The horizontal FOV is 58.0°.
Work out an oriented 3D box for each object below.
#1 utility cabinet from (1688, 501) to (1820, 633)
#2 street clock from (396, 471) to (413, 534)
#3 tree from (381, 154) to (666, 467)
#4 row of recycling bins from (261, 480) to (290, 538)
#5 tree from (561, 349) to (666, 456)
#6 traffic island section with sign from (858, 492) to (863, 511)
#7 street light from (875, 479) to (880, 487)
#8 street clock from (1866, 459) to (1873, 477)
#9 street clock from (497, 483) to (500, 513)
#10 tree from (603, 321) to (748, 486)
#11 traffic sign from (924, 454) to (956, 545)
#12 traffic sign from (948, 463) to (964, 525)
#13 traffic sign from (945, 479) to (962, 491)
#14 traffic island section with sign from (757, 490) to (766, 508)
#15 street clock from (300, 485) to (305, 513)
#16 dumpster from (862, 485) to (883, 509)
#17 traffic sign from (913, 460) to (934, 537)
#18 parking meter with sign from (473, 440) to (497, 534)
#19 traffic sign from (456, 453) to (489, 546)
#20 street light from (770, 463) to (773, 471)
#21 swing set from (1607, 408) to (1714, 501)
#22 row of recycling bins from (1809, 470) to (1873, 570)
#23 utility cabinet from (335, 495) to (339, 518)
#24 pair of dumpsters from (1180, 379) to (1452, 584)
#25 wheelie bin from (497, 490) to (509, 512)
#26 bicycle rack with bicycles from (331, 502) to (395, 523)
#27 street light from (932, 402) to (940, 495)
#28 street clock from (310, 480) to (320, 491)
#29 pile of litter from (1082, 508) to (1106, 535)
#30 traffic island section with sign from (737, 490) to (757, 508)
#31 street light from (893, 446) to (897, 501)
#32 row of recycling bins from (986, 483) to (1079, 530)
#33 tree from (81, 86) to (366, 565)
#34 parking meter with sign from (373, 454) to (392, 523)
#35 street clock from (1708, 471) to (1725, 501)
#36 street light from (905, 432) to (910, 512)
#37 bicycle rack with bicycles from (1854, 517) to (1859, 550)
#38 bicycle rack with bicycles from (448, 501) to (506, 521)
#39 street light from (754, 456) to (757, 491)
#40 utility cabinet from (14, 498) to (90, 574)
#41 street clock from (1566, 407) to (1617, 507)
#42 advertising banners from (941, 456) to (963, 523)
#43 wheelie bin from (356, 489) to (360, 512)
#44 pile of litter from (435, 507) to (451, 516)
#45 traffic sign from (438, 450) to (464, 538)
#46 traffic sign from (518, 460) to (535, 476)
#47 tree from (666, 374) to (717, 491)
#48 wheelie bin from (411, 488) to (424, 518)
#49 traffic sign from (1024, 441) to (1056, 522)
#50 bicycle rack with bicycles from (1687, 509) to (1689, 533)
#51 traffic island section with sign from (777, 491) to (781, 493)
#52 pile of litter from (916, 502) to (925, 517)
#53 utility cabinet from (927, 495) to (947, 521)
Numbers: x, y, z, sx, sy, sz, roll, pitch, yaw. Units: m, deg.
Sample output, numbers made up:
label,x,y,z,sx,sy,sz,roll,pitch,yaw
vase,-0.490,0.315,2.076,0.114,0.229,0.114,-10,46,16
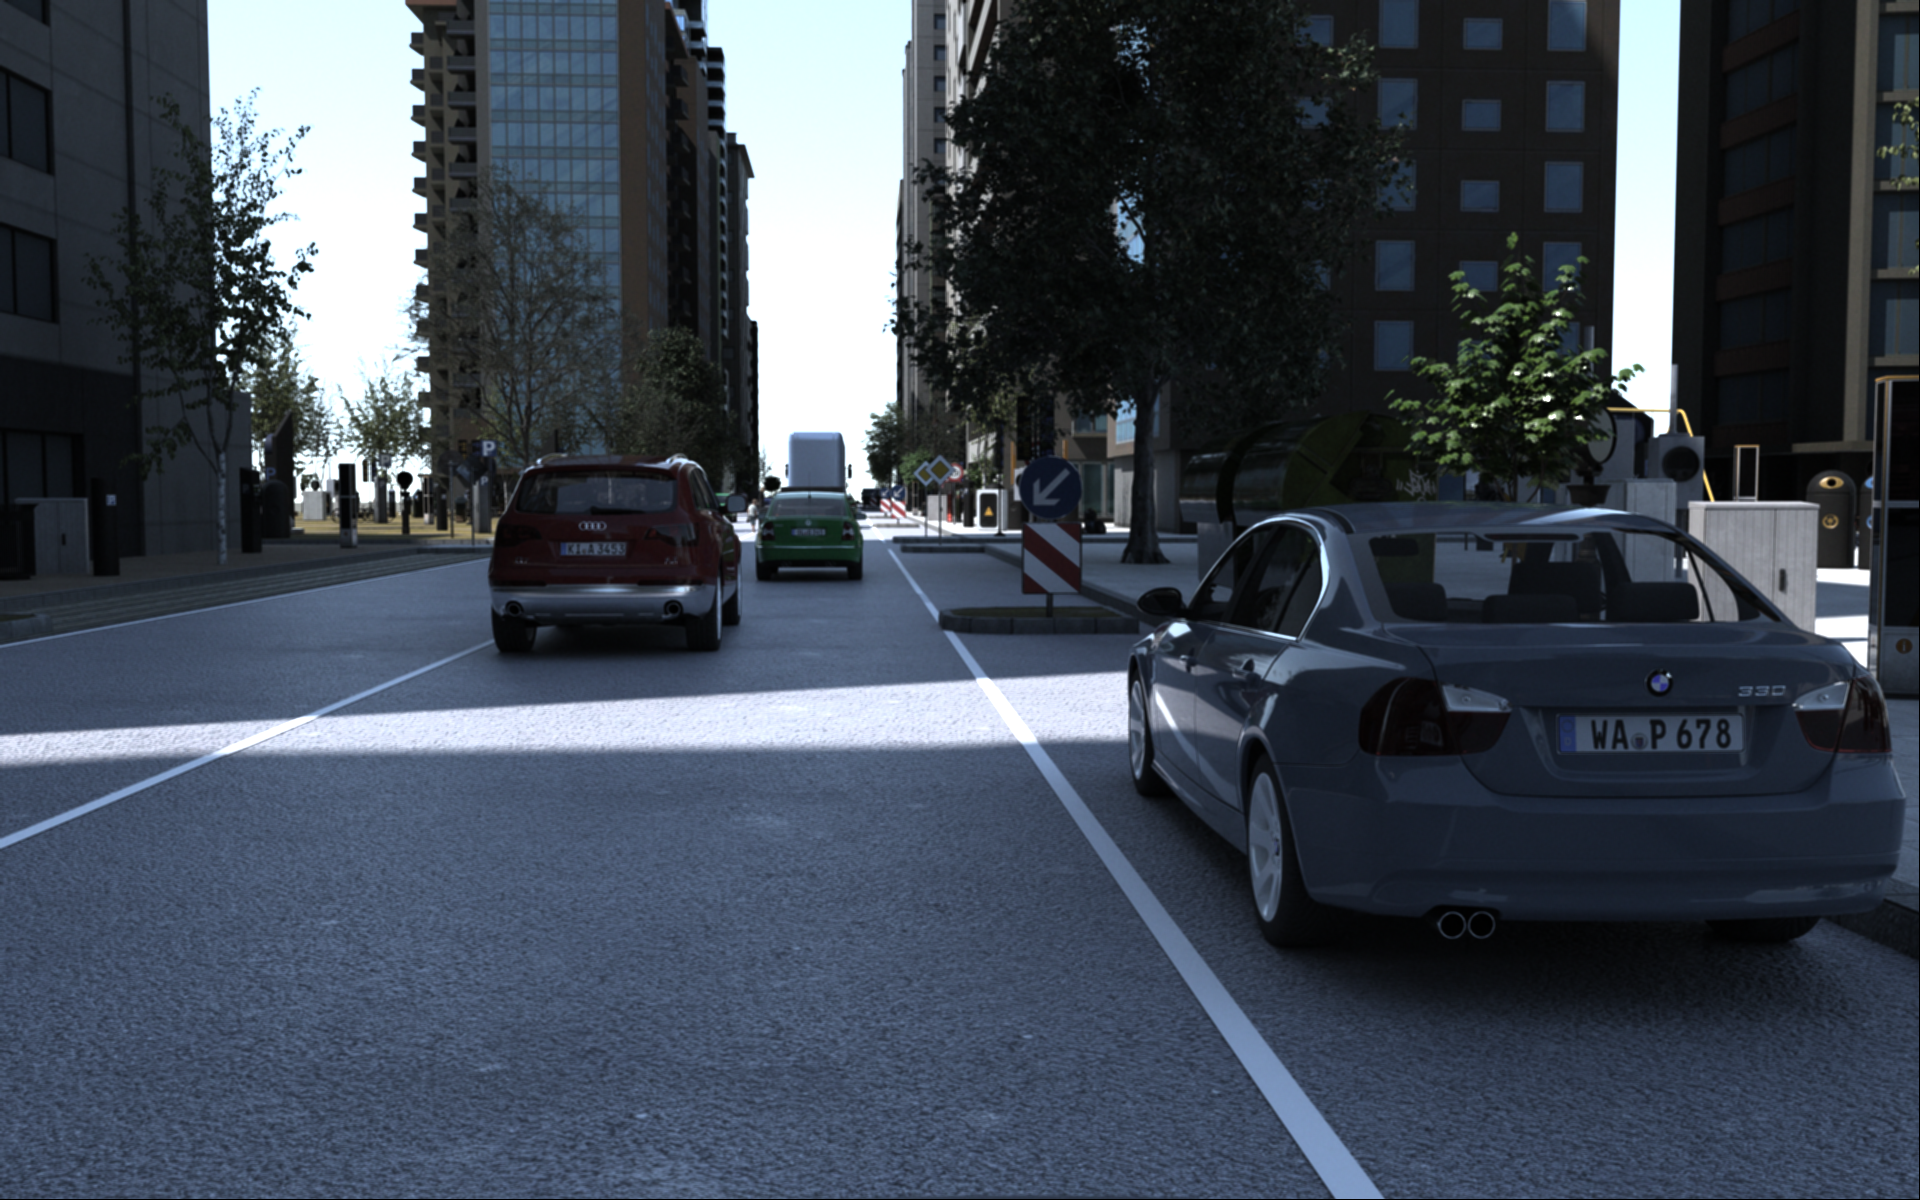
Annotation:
label,x,y,z,sx,sy,sz,roll,pitch,yaw
utility cabinet,6.783,-0.224,14.826,1.020,1.237,0.306,0,4,-5
street clock,-17.731,-3.107,55.364,0.471,2.002,0.358,0,4,1
tree,-16.158,-9.380,63.739,12.009,13.543,11.850,0,3,0
row of recycling bins,-21.298,-2.670,50.767,3.534,1.692,1.069,1,4,12
tree,-16.940,-8.235,85.006,4.360,8.622,3.978,0,3,0
traffic island section with sign,-7.687,-8.722,151.228,1.989,1.847,2.006,0,4,-4
street light,-13.935,-19.128,285.529,0.468,5.910,1.993,0,4,-4
street clock,18.538,-1.857,34.931,0.358,2.002,0.471,-2,4,-33
street clock,-29.129,-6.373,108.773,0.471,2.002,0.358,-2,4,-28
tree,-18.826,-12.083,114.563,9.611,12.733,9.660,0,3,0
traffic sign,-0.502,-2.434,43.445,0.795,2.450,0.064,0,4,-4
traffic sign,-0.227,-4.356,71.327,0.768,2.556,0.104,0,4,0
traffic sign,-0.359,-4.843,79.189,0.884,2.594,0.081,0,4,1
traffic island section with sign,-20.645,-10.306,177.126,1.989,1.847,2.006,0,4,-4
street clock,-44.503,-6.898,117.354,0.358,2.002,0.471,0,4,-6
dumpster,-8.246,-9.695,163.456,1.985,2.255,1.502,0,4,-3
traffic sign,-1.011,-2.922,51.414,0.795,2.450,0.064,0,4,-4
parking meter with sign,-15.568,-3.684,56.492,0.543,3.016,1.738,-2,4,-29
traffic sign,-12.024,-2.391,42.732,0.795,2.450,0.064,0,4,-4
street light,-27.222,-16.916,249.355,0.468,5.910,1.993,0,4,-4
swing set,12.103,-2.081,31.642,3.119,2.851,2.862,-1,4,-21
row of recycling bins,15.854,-1.335,28.937,1.069,1.692,3.534,-2,4,-32
utility cabinet,-33.679,-5.099,94.523,0.306,1.237,1.020,1,4,20
pair of dumpsters,3.310,-0.870,16.721,1.574,2.255,4.437,0,4,-4
wheelie bin,-32.839,-7.123,124.366,0.980,1.594,0.693,-1,4,-11
bicycle rack with bicycles,-27.397,-4.029,79.248,2.925,0.926,2.852,-2,4,-27
street light,-1.213,-6.988,87.045,0.468,5.910,1.993,0,4,-4
street clock,-33.892,-5.291,91.080,0.471,2.002,0.358,2,4,26
pile of litter,3.960,-2.530,55.330,1.719,0.858,1.176,-2,4,-25
traffic island section with sign,-18.925,-8.659,150.205,1.989,1.847,2.006,0,4,-4
street light,-6.080,-11.610,162.614,0.468,5.910,1.993,0,4,-4
row of recycling bins,2.555,-3.366,62.153,3.534,1.692,1.069,1,4,18
tree,-13.595,-4.963,31.500,4.737,8.622,4.395,0,3,0
parking meter with sign,-25.532,-4.901,76.386,0.543,3.016,1.738,-2,4,-31
street clock,23.849,-3.064,54.669,0.471,2.002,0.358,1,4,15
street light,-3.794,-9.378,126.120,0.468,5.910,1.993,0,4,-4
bicycle rack with bicycles,19.457,-1.652,40.386,2.852,0.926,2.925,-3,4,-36
bicycle rack with bicycles,-23.551,-4.335,84.251,2.925,0.926,2.852,0,4,7
street light,-24.812,-14.532,210.389,0.468,5.910,1.993,0,4,-4
utility cabinet,-14.653,-1.027,27.961,1.020,1.237,0.306,-1,4,-17
street clock,5.241,-0.605,14.461,0.471,2.002,0.358,-3,5,-39
advertising banners,-0.443,-5.012,78.135,0.090,3.025,2.074,-2,4,-31
wheelie bin,-41.107,-6.699,117.438,0.980,1.594,0.693,3,4,37
pile of litter,-29.766,-5.239,99.630,1.176,0.858,1.719,-1,4,-10
traffic sign,-14.755,-3.067,50.259,0.768,2.556,0.104,0,4,-1
traffic sign,-12.533,-2.878,50.701,0.795,2.450,0.064,0,4,-4
tree,-17.875,-9.437,104.654,4.360,8.622,3.978,0,3,0
wheelie bin,-29.311,-5.251,93.755,0.693,1.594,0.980,-2,4,-28
traffic sign,1.887,-2.515,41.226,0.768,2.556,0.104,0,4,-3
bicycle rack with bicycles,19.128,-1.826,43.236,2.925,0.926,2.852,-2,4,-32
traffic island section with sign,-24.153,-13.668,232.103,1.989,1.847,2.006,0,4,-4
pile of litter,-1.758,-5.150,98.163,1.176,0.858,1.719,-2,4,-28
utility cabinet,-1.034,-4.369,82.596,1.020,1.237,0.306,1,4,13
